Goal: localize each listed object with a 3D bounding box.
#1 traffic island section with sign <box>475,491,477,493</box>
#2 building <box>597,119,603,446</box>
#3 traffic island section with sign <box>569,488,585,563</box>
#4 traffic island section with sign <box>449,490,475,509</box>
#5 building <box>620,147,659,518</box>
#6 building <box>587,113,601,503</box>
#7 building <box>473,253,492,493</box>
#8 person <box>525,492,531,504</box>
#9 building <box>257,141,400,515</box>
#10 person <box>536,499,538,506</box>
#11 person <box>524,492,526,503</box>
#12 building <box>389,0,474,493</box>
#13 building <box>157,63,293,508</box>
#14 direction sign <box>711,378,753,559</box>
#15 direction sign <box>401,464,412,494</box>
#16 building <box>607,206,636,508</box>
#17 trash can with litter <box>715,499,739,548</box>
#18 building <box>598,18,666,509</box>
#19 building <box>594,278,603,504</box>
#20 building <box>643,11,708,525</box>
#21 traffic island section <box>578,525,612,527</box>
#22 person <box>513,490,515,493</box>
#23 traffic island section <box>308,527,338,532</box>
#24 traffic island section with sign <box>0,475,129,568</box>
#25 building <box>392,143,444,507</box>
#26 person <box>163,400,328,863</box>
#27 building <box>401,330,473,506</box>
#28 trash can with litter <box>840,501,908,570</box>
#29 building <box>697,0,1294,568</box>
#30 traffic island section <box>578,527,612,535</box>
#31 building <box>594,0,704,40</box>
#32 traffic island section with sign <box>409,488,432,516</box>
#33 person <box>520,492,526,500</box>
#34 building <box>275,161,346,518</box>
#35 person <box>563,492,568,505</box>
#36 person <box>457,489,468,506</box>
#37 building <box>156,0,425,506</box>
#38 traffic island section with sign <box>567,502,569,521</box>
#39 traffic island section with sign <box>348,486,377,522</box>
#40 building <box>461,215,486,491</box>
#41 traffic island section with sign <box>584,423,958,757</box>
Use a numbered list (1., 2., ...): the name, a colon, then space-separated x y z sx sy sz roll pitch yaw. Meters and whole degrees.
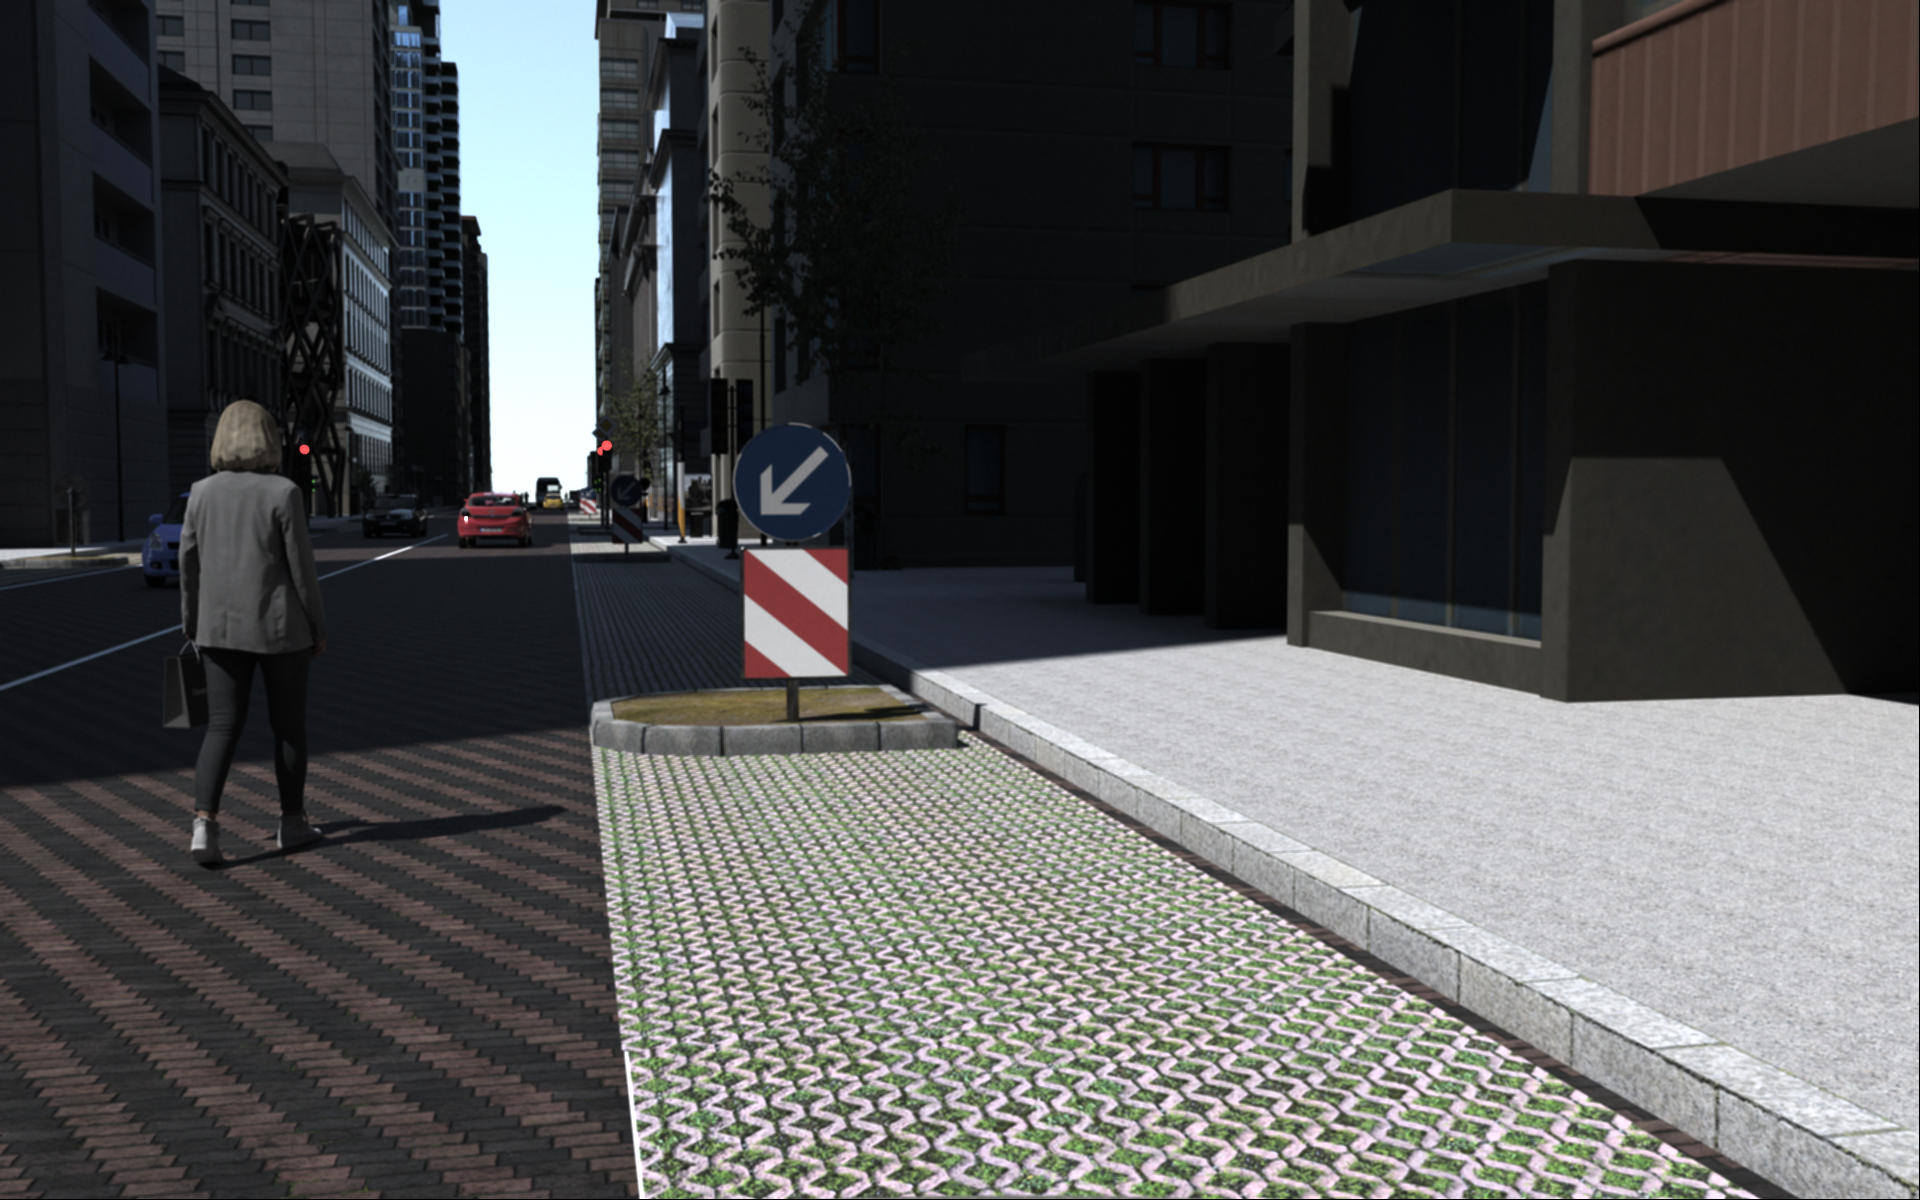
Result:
1. traffic island section with sign: -53.265 -11.110 190.282 1.989 1.847 2.006 -1 4 -13
2. building: -31.056 -35.735 203.867 23.786 49.044 30.456 -1 4 -13
3. traffic island section with sign: -7.190 -1.714 36.660 1.989 1.847 2.006 -1 4 -13
4. traffic island section with sign: -47.287 -9.503 163.995 1.989 1.847 2.006 -1 4 -13
5. building: -13.037 -15.987 103.191 13.314 21.916 24.055 -1 4 -13
6. building: -50.014 -59.397 283.818 22.319 86.520 31.000 -1 4 -13
7. building: -84.679 -36.728 284.091 14.154 41.232 14.086 -1 4 -13
8. person: -64.486 -15.262 258.026 0.705 1.826 1.348 2 4 24
9. building: -48.195 -17.487 119.203 16.112 22.955 30.059 -1 4 -13
10. person: -51.584 -12.407 211.296 0.705 1.831 1.348 -2 4 -27
11. person: -67.057 -15.810 267.128 0.705 1.807 1.348 -2 4 -32
12. building: -76.903 -56.188 231.348 22.319 86.520 31.000 -1 4 -13
13. building: -35.100 -12.752 73.119 10.561 19.102 19.286 -1 4 -13
14. direction sign: -4.474 -2.574 34.083 0.876 3.537 0.379 -2 4 -29
15. direction sign: -42.199 -8.575 132.191 0.379 3.537 0.876 3 5 39
16. building: -18.699 -18.988 129.517 14.314 24.678 30.058 -1 4 -13
17. trash can with litter: -5.604 -1.818 41.116 0.624 1.170 1.055 -1 4 -20
18. building: -24.813 -28.788 154.279 14.154 41.232 14.086 -1 4 -13
19. building: -41.806 -28.188 232.574 14.160 30.474 14.107 -1 4 -13
20. building: 3.575 -15.902 79.077 34.723 24.649 14.460 -1 4 -13
21. traffic island section: -14.183 -2.851 68.887 2.009 0.180 2.903 -1 4 -13
22. person: -46.165 -10.461 179.469 1.348 1.831 0.705 0 4 -3
23. traffic island section: -25.049 -2.700 66.426 2.009 0.180 2.903 -1 4 -13
24. traffic island section with sign: -17.799 -1.586 34.553 1.989 1.847 2.006 -1 4 -13
25. building: -67.696 -29.126 168.093 32.217 40.220 23.993 -1 4 -13
26. person: -2.882 0.112 6.857 0.709 1.800 0.728 0 4 8
27. building: -70.293 -21.443 195.638 27.650 21.520 28.899 -1 4 -13
28. trash can with litter: -1.455 -1.099 29.349 1.055 1.170 0.624 -2 4 -27
29. building: 8.038 -12.304 46.204 27.650 21.520 28.899 -1 4 -13
30. traffic island section: -12.410 -2.374 61.100 2.009 0.180 2.903 -1 4 -13
31. building: -21.923 -35.879 175.864 28.713 52.752 27.495 -1 4 -13
32. traffic island section with sign: -36.018 -6.477 114.527 1.989 1.847 2.006 -1 4 -13
33. person: -63.703 -14.843 251.904 1.217 1.735 0.721 0 4 -6
34. building: -41.479 -13.671 90.967 16.820 18.784 16.811 -1 4 -13
35. person: -52.775 -13.622 231.672 0.568 1.767 0.683 0 4 -5
36. person: -41.351 -8.271 143.806 0.705 1.814 1.350 2 4 25
37. building: -56.911 -43.309 146.356 20.563 71.187 20.611 -1 4 -13
38. traffic island section with sign: -19.598 -5.047 91.144 1.989 1.847 2.006 -1 4 -13
39. traffic island section with sign: -30.028 -4.869 88.235 1.989 1.847 2.006 -1 4 -13
40. building: -83.770 -37.145 261.942 22.147 44.769 28.867 -1 4 -13
41. traffic island section with sign: -1.199 -0.107 10.376 1.989 1.847 2.006 -1 4 -13
